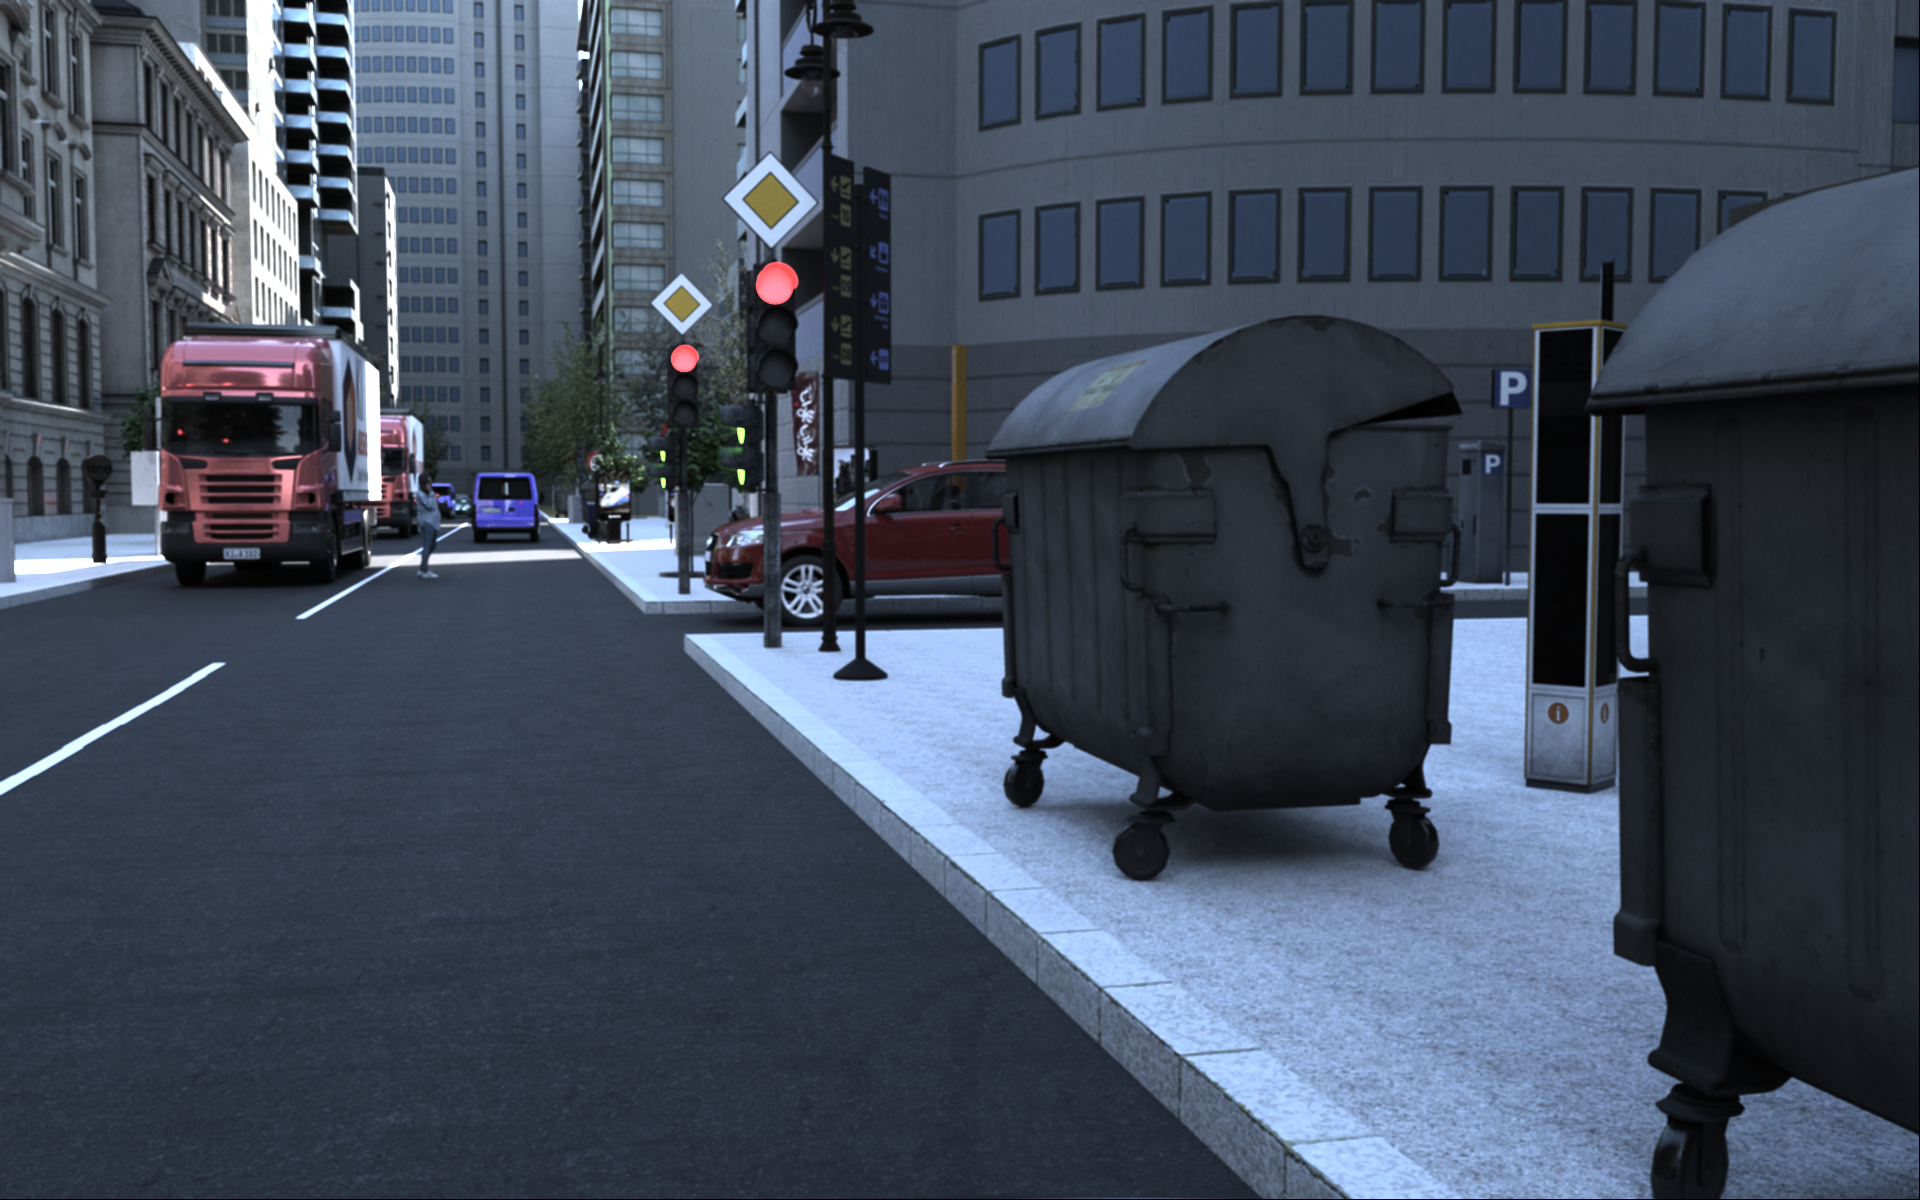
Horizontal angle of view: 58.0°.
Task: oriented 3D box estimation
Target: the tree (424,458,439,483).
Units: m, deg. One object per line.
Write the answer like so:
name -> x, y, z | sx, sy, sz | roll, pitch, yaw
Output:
tree -> -42.053, -9.202, 134.167 | 4.285, 4.588, 4.351 | 0, 3, 0

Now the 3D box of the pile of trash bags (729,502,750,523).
pile of trash bags -> -7.274, -2.764, 54.943 | 1.912, 1.369, 3.447 | 2, 4, 33

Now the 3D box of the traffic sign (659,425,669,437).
traffic sign -> -4.701, -1.781, 29.220 | 0.768, 2.556, 0.104 | -1, 4, -12

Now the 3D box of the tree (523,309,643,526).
tree -> -14.880, -7.299, 69.708 | 4.737, 8.622, 4.395 | 0, 3, 0

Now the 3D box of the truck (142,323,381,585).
truck -> -12.051, -2.565, 30.854 | 2.839, 4.237, 11.283 | -1, 4, -14

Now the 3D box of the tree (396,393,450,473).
tree -> -39.925, -10.820, 127.268 | 4.737, 8.622, 4.395 | 0, 3, 0

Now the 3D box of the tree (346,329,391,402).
tree -> -27.504, -7.731, 76.771 | 4.360, 8.622, 3.978 | 0, 3, 0

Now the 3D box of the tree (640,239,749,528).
tree -> -6.028, -6.061, 49.464 | 4.360, 8.622, 3.978 | 0, 3, 0

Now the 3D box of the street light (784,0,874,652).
street light -> -1.067, -2.520, 13.984 | 0.468, 5.910, 1.993 | -1, 4, -14

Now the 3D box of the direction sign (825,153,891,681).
direction sign -> -0.694, -1.222, 11.984 | 0.379, 3.537, 0.876 | 2, 4, 26

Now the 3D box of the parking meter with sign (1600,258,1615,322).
parking meter with sign -> 5.646, -1.013, 12.829 | 1.738, 3.016, 0.543 | 1, 4, 20

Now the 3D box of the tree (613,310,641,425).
tree -> -10.829, -6.957, 64.113 | 4.360, 8.622, 3.978 | 0, 3, 0

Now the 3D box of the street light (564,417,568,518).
street light -> -21.542, -7.449, 94.580 | 0.468, 5.910, 1.993 | -1, 4, -14

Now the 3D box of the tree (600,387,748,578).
tree -> -4.309, -1.981, 26.985 | 1.663, 3.219, 1.824 | 0, 3, 0

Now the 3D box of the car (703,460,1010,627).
car -> -0.294, -0.692, 19.980 | 5.304, 1.827, 2.281 | -1, 4, -14

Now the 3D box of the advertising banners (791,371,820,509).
advertising banners -> -1.569, -1.731, 24.489 | 2.074, 3.025, 0.090 | 2, 4, 30

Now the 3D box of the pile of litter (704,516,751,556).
pile of litter -> -4.436, -1.216, 33.853 | 1.176, 0.858, 1.719 | 0, 4, 8

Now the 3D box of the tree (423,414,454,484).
tree -> -48.497, -12.723, 158.386 | 4.360, 8.622, 3.978 | 0, 3, 0

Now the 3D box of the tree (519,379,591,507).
tree -> -39.641, -15.438, 170.540 | 7.486, 12.596, 7.792 | 0, 3, 0

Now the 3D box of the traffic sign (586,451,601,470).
traffic sign -> -10.577, -3.104, 50.863 | 0.768, 2.556, 0.104 | 0, 4, -7

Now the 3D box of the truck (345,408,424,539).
truck -> -19.759, -4.278, 58.862 | 2.839, 4.237, 11.283 | -1, 4, -15

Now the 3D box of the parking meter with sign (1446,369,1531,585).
parking meter with sign -> 7.564, -1.761, 25.046 | 0.543, 3.016, 1.738 | -1, 4, -9

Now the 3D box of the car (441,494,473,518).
car -> -30.911, -5.795, 106.551 | 2.131, 1.459, 4.920 | -1, 4, -14

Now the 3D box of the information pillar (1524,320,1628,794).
information pillar -> 2.679, -0.186, 7.539 | 0.304, 2.012, 0.304 | 3, 5, 42

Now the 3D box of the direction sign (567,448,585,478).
direction sign -> -18.899, -5.711, 85.378 | 0.876, 3.537, 0.379 | 0, 4, 6

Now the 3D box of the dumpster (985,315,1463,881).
dumpster -> 0.928, -0.045, 6.498 | 1.264, 1.857, 1.865 | -1, 4, -14

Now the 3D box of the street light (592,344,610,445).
street light -> -11.043, -4.927, 53.337 | 0.468, 5.910, 1.993 | -1, 4, -14

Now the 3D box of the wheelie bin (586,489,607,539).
wheelie bin -> -10.205, -2.529, 49.262 | 0.693, 1.594, 0.980 | -3, 4, -36

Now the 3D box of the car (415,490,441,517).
car -> -26.046, -4.539, 82.893 | 2.281, 1.827, 5.304 | -1, 4, -13

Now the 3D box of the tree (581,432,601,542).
tree -> -9.397, -3.167, 46.374 | 1.663, 3.219, 1.824 | 0, 3, 0

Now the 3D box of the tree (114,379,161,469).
tree -> -20.148, -3.748, 44.997 | 4.285, 4.588, 4.351 | 0, 3, 0

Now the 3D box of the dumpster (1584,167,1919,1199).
dumpster -> 1.949, 0.203, 2.448 | 1.264, 1.857, 1.865 | -1, 4, -14
